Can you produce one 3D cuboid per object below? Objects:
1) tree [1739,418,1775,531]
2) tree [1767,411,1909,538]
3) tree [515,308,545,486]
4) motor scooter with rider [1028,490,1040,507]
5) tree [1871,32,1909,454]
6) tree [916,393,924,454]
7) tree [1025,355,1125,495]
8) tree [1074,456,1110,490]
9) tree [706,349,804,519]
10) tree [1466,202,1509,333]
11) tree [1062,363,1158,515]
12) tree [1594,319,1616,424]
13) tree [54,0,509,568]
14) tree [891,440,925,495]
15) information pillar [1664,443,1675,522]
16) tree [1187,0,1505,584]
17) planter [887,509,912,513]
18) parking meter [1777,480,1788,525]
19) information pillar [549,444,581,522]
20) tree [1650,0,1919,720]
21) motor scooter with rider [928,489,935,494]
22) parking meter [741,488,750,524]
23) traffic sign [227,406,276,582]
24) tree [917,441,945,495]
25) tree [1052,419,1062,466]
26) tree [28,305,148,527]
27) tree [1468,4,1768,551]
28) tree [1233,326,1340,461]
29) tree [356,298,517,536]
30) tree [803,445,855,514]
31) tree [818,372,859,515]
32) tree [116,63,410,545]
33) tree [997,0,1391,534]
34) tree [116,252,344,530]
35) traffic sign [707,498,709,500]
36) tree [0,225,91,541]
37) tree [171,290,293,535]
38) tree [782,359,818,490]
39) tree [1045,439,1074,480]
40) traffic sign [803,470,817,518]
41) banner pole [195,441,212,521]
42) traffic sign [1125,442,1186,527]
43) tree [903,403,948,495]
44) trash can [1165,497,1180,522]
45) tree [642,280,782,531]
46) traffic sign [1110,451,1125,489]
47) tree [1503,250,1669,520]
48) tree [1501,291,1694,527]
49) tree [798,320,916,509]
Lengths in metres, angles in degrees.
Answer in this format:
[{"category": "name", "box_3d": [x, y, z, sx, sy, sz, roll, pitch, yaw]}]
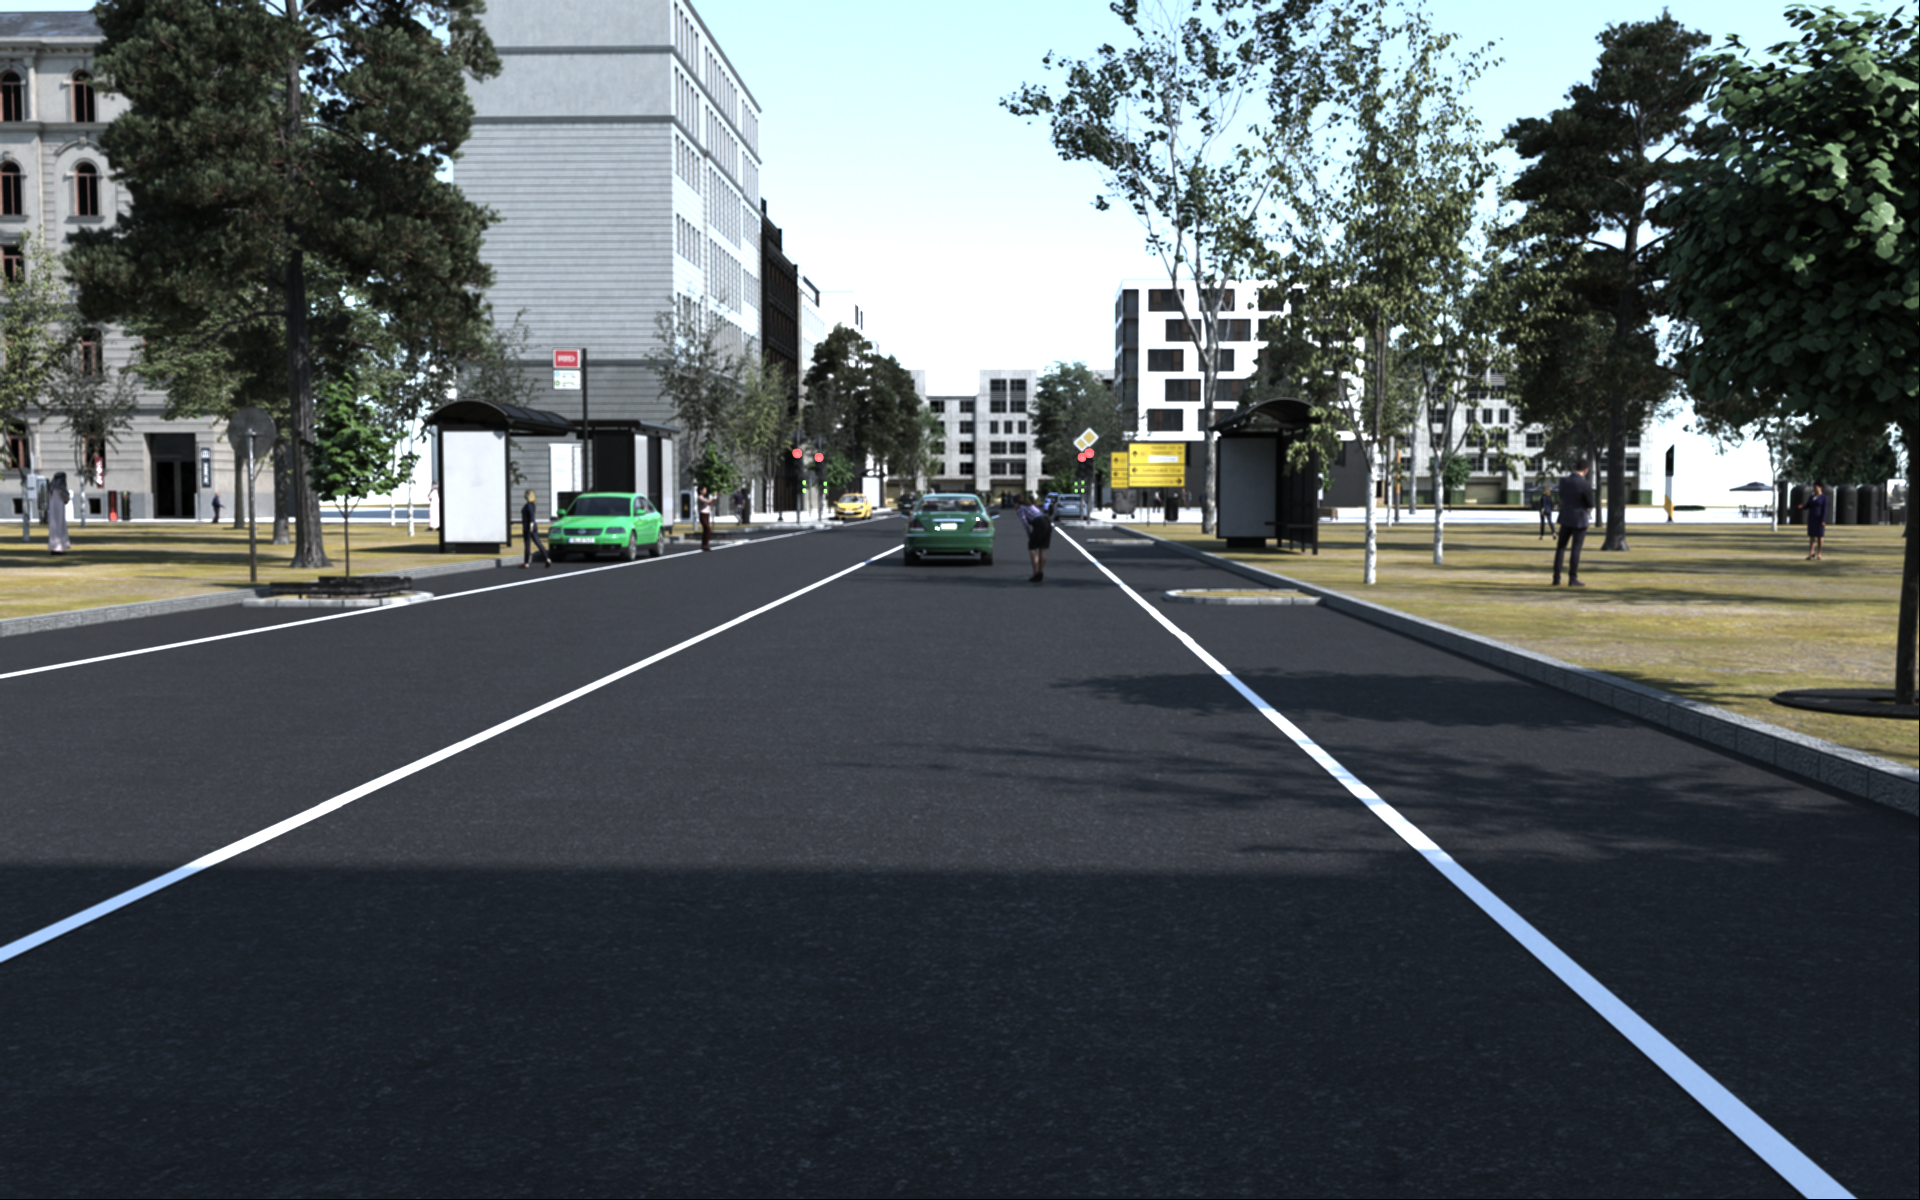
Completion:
[{"category": "tree", "box_3d": [27.699, -6.643, 58.983, 4.360, 8.622, 3.978, 0, 3, 0]}, {"category": "tree", "box_3d": [28.083, -7.864, 50.625, 6.751, 12.117, 7.091, 0, 3, 0]}, {"category": "tree", "box_3d": [-17.345, -6.982, 64.516, 4.360, 8.622, 3.978, 0, 3, 0]}, {"category": "motor scooter with rider", "box_3d": [5.169, -6.807, 120.257, 0.876, 1.779, 1.986, 0, 4, 2]}, {"category": "tree", "box_3d": [14.757, -4.641, 26.237, 4.360, 8.622, 3.978, 0, 3, 0]}, {"category": "tree", "box_3d": [-7.022, -15.069, 153.805, 7.806, 13.903, 7.818, 0, 3, 0]}, {"category": "tree", "box_3d": [10.752, -15.379, 158.098, 9.857, 13.997, 8.962, 0, 3, 0]}, {"category": "tree", "box_3d": [10.498, -9.309, 135.911, 4.285, 4.588, 4.351, 0, 3, 0]}, {"category": "tree", "box_3d": [-10.686, -8.417, 87.982, 4.737, 8.622, 4.395, 0, 3, 0]}, {"category": "tree", "box_3d": [29.549, -15.347, 106.817, 12.611, 20.169, 13.585, 0, 3, 0]}, {"category": "tree", "box_3d": [8.918, -9.061, 98.514, 4.360, 8.622, 3.978, 0, 3, 0]}, {"category": "tree", "box_3d": [8.792, -4.942, 31.169, 4.737, 8.622, 4.395, 0, 3, 0]}, {"category": "tree", "box_3d": [-11.654, -7.484, 29.780, 7.806, 13.903, 7.818, 0, 3, 0]}, {"category": "tree", "box_3d": [-5.989, -14.476, 187.043, 4.360, 8.622, 3.978, 0, 3, 0]}, {"category": "information pillar", "box_3d": [32.820, -5.429, 80.111, 0.183, 3.616, 0.504, -1, 4, -23]}, {"category": "tree", "box_3d": [5.708, -4.552, 24.787, 4.737, 8.622, 4.395, 0, 3, 0]}, {"category": "planter", "box_3d": [-4.528, -6.828, 132.784, 1.991, 0.319, 1.994, 0, 4, 2]}, {"category": "parking meter", "box_3d": [34.096, -4.040, 71.773, 0.255, 1.863, 0.399, 0, 4, -2]}, {"category": "information pillar", "box_3d": [-18.516, -5.505, 81.321, 1.656, 3.620, 0.184, -3, 5, -44]}, {"category": "tree", "box_3d": [5.673, -1.624, 10.266, 4.285, 4.588, 4.351, 0, 3, 0]}, {"category": "motor scooter with rider", "box_3d": [-2.080, -7.292, 128.183, 0.876, 1.779, 1.986, 0, 4, 3]}, {"category": "parking meter", "box_3d": [-9.077, -3.965, 73.247, 0.372, 1.533, 0.369, 0, 3, 0]}, {"category": "traffic sign", "box_3d": [-10.302, -1.534, 25.179, 0.768, 2.556, 0.104, 1, 4, 10]}, {"category": "tree", "box_3d": [-4.332, -16.967, 227.773, 4.737, 8.622, 4.395, 0, 3, 0]}, {"category": "tree", "box_3d": [8.923, -10.348, 119.544, 4.360, 8.622, 3.978, 0, 3, 0]}, {"category": "tree", "box_3d": [-34.439, -7.214, 68.304, 4.360, 8.622, 3.978, 0, 3, 0]}, {"category": "tree", "box_3d": [14.881, -7.152, 38.987, 6.751, 12.117, 7.091, 0, 3, 0]}, {"category": "tree", "box_3d": [23.890, -13.509, 128.287, 7.806, 13.903, 7.818, 0, 3, 0]}, {"category": "tree", "box_3d": [-16.600, -6.265, 52.803, 4.360, 8.622, 3.978, 0, 3, 0]}, {"category": "tree", "box_3d": [-8.535, -7.885, 112.634, 4.285, 4.588, 4.351, 0, 3, 0]}, {"category": "tree", "box_3d": [-8.235, -9.460, 105.034, 4.360, 8.622, 3.978, 0, 3, 0]}, {"category": "tree", "box_3d": [-17.694, -7.700, 44.019, 7.486, 12.596, 7.792, 0, 3, 0]}, {"category": "tree", "box_3d": [6.584, -12.224, 55.746, 12.611, 20.169, 13.585, 0, 3, 0]}, {"category": "tree", "box_3d": [-25.990, -8.368, 62.580, 9.928, 11.665, 9.643, 0, 3, 0]}, {"category": "traffic sign", "box_3d": [-9.590, -4.035, 65.983, 0.884, 2.594, 0.081, 1, 4, 11]}, {"category": "tree", "box_3d": [-25.528, -5.887, 46.619, 4.737, 8.622, 4.395, 0, 3, 0]}, {"category": "tree", "box_3d": [-21.962, -6.301, 53.388, 4.737, 8.622, 4.395, 0, 3, 0]}, {"category": "tree", "box_3d": [-10.439, -8.844, 94.962, 4.360, 8.622, 3.978, 0, 3, 0]}, {"category": "tree", "box_3d": [12.409, -16.230, 215.715, 4.737, 8.622, 4.395, 0, 3, 0]}, {"category": "traffic sign", "box_3d": [-7.966, -5.619, 91.970, 0.768, 2.556, 0.104, 1, 4, 10]}, {"category": "banner pole", "box_3d": [-36.044, -5.655, 82.478, 0.401, 3.779, 0.863, 2, 4, 35]}, {"category": "traffic sign", "box_3d": [7.743, -4.543, 68.154, 2.265, 3.308, 0.079, 0, 4, 5]}, {"category": "tree", "box_3d": [-4.996, -16.626, 197.584, 9.928, 11.665, 9.643, 0, 3, 0]}, {"category": "trash can", "box_3d": [9.889, -4.228, 80.788, 0.748, 1.137, 0.748, 0, 3, 0]}, {"category": "tree", "box_3d": [-9.107, -6.754, 60.791, 4.360, 8.622, 3.978, 0, 3, 0]}, {"category": "traffic sign", "box_3d": [8.228, -5.376, 81.776, 2.265, 3.308, 0.079, 0, 4, 3]}, {"category": "tree", "box_3d": [31.289, -10.924, 86.028, 7.806, 13.903, 7.818, 0, 3, 0]}, {"category": "tree", "box_3d": [24.786, -8.087, 66.641, 8.767, 10.594, 7.601, 2, 4, 29]}, {"category": "tree", "box_3d": [-7.806, -13.346, 125.636, 7.806, 13.903, 7.818, 0, 3, 0]}]
